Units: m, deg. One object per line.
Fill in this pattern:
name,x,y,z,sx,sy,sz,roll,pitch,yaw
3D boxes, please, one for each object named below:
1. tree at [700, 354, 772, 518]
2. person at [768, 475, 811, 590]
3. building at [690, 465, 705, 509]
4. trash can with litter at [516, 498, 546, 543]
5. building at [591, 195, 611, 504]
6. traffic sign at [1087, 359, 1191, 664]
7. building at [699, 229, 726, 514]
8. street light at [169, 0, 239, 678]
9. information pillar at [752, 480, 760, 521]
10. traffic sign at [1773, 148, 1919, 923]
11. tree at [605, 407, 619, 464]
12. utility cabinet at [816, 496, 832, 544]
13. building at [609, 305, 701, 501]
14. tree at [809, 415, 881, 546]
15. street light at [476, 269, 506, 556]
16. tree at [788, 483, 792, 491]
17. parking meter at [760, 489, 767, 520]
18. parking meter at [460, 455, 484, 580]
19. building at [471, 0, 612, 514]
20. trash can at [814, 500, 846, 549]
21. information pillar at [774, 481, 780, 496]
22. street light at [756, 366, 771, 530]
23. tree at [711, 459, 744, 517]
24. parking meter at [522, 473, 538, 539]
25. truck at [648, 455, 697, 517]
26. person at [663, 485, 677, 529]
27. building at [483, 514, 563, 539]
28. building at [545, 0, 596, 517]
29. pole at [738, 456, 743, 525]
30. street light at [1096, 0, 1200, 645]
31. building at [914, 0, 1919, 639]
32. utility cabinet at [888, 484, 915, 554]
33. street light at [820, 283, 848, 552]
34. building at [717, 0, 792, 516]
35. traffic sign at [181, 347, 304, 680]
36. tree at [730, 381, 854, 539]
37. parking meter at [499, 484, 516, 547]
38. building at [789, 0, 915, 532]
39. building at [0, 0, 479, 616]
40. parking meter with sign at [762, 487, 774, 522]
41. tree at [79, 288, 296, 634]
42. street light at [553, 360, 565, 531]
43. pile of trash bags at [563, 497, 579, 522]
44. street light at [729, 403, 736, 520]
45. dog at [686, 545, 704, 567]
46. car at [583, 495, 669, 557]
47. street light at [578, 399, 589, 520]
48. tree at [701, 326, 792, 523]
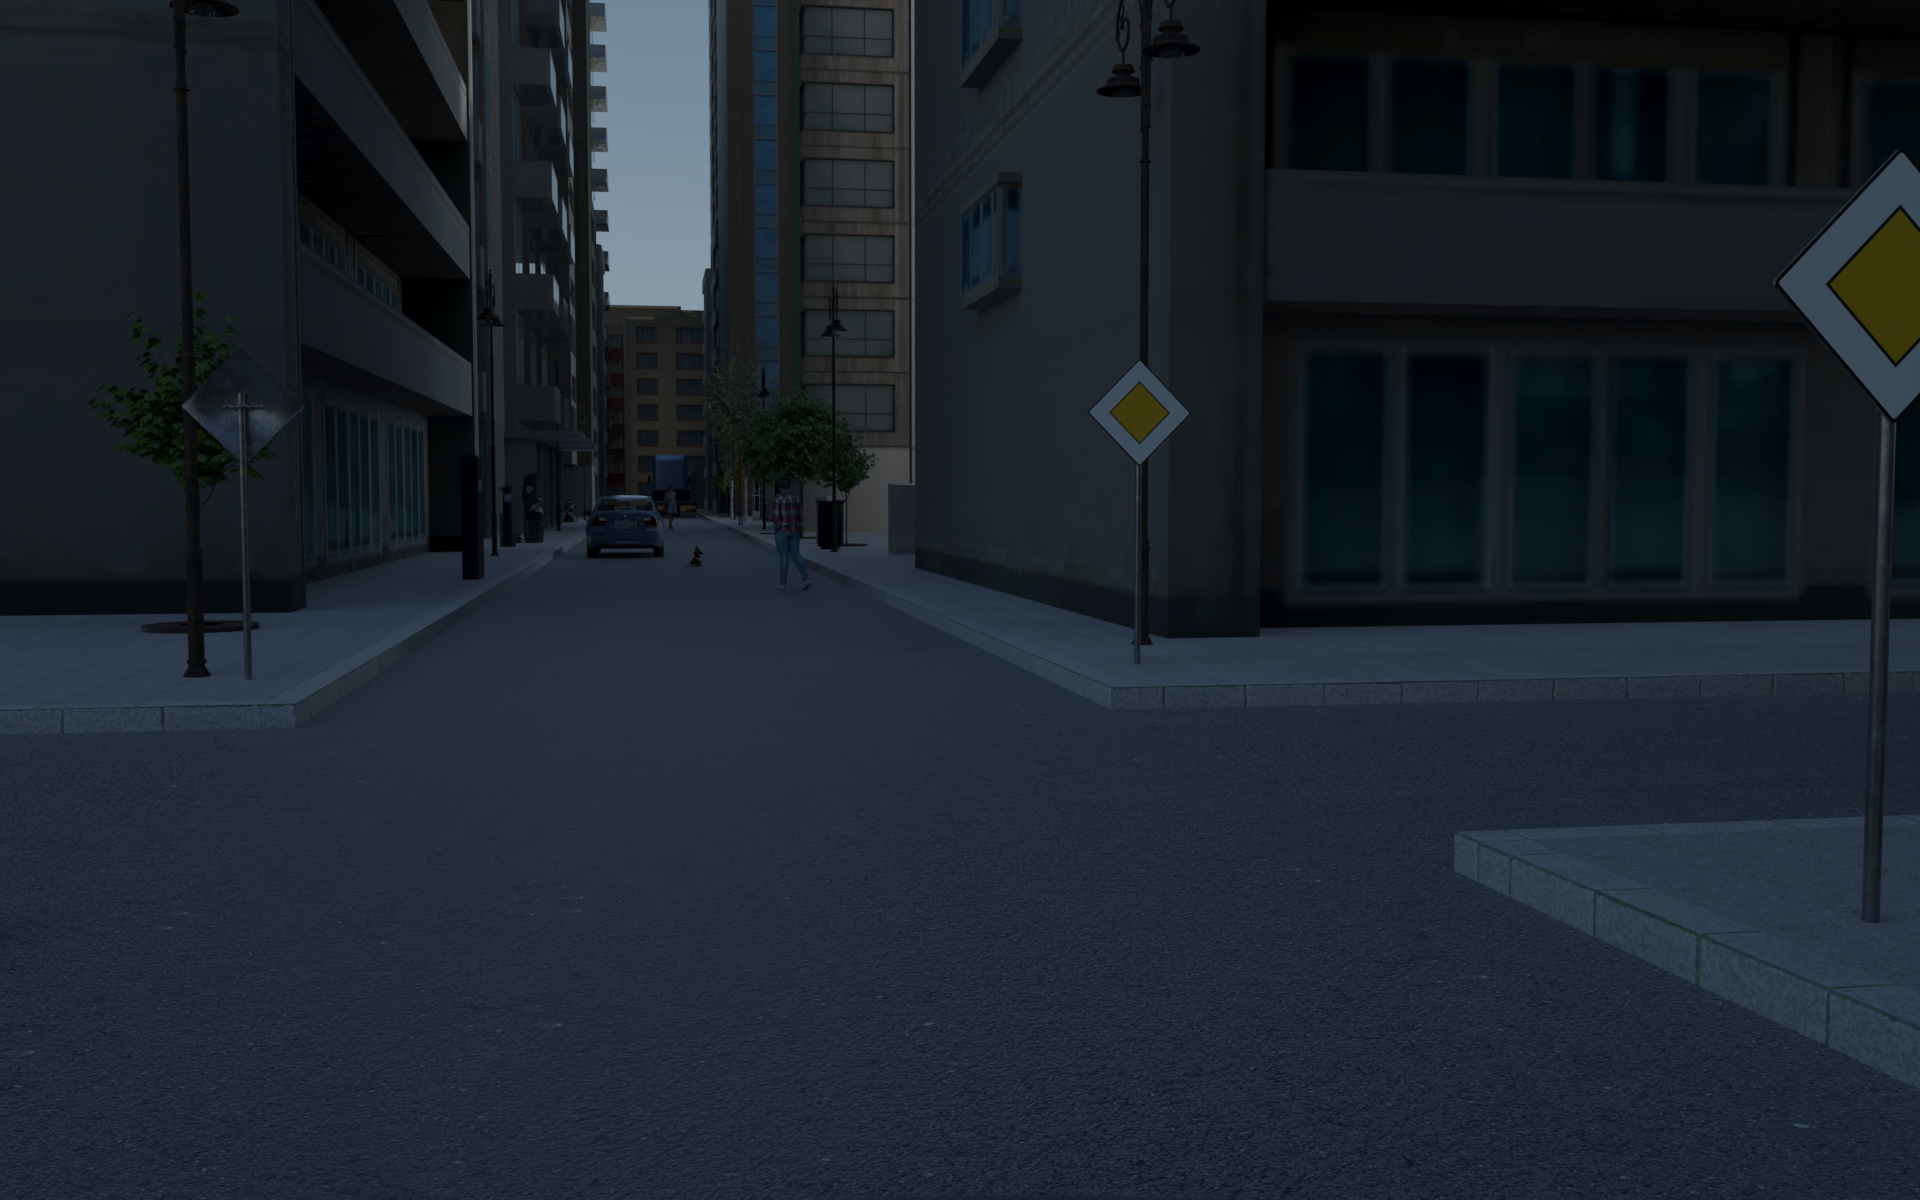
tree,-11.971,-8.666,92.058,4.737,8.622,4.395,0,3,0
person,-2.576,-1.017,25.964,0.563,1.720,0.643,-3,5,-42
building,-13.356,-43.635,151.683,20.563,71.187,20.611,-1,4,-10
trash can with litter,-11.403,-2.079,45.382,1.055,1.170,0.624,0,4,0
building,-37.383,-16.334,112.106,27.650,21.520,28.899,-1,4,-10
traffic sign,1.334,-0.572,12.998,0.795,2.450,0.064,-1,4,-10
building,-4.851,-17.405,129.611,27.650,21.520,28.899,-1,4,-10
street light,-5.368,-2.399,12.007,0.468,5.910,1.993,-1,4,-10
information pillar,-9.888,-4.861,83.971,0.304,2.012,0.304,-1,4,-22
traffic sign,2.731,-0.091,5.135,0.795,2.450,0.064,-1,4,-10
tree,-28.262,-11.209,133.630,4.360,8.622,3.978,0,3,0
utility cabinet,-3.541,-2.092,45.363,0.306,1.237,1.020,0,4,6
building,-40.427,-20.544,180.927,28.899,21.520,27.650,-1,4,-10
tree,-2.944,-2.948,42.798,1.663,3.219,1.824,0,3,0
street light,-9.640,-3.849,35.716,0.468,5.910,1.993,-1,4,-10
tree,-8.346,-5.376,82.505,1.663,3.219,1.824,0,3,0
parking meter,-9.826,-4.777,86.511,0.372,1.533,0.369,0,3,0
parking meter,-7.350,-1.248,26.108,0.255,1.863,0.399,0,4,-2
building,-45.215,-32.195,145.994,30.456,49.044,23.786,-1,4,-10
trash can,-3.017,-1.753,40.315,0.748,1.137,0.748,0,3,0
information pillar,-6.636,-3.607,63.460,0.304,2.012,0.304,1,4,14
street light,-7.076,-5.485,62.473,0.468,5.910,1.993,-1,4,-10
tree,-13.074,-6.218,96.267,1.663,3.219,1.824,0,3,0
parking meter,-11.685,-2.532,47.104,0.399,1.863,0.255,0,4,-5
truck,-18.891,-7.581,113.701,2.967,4.110,18.799,-1,4,-11
person,-11.791,-3.777,70.344,0.616,1.811,0.778,-2,4,-24
building,-25.074,-26.887,59.203,23.786,49.044,30.456,-1,4,-10
building,-26.932,-19.583,91.885,14.160,30.474,14.107,-1,4,-10
pole,-9.053,-4.745,71.429,0.158,3.312,0.155,0,3,0
street light,1.555,-2.557,14.603,0.468,5.910,1.993,-1,4,-10
building,10.319,-24.617,26.190,21.600,48.544,21.300,-1,4,-10
utility cabinet,-0.931,-1.723,36.852,1.173,1.500,0.318,-2,4,-27
street light,-2.776,-3.995,38.100,0.468,5.910,1.993,-1,4,-10
building,-7.658,-27.916,106.543,14.600,45.320,14.200,-1,4,-10
traffic sign,-4.916,-0.506,11.912,0.795,2.450,0.064,-1,4,-10
tree,-4.695,-4.063,50.151,4.285,4.588,4.351,0,3,0
parking meter,-10.981,-2.057,42.041,0.372,1.533,0.369,0,3,0
building,0.417,-23.368,65.662,14.154,41.232,14.086,-1,4,-10
building,-19.551,-24.587,25.702,21.300,48.544,21.600,-1,4,-10
parking meter with sign,-8.324,-5.135,80.226,1.738,3.016,0.543,0,4,-4
tree,-7.058,-1.328,16.319,1.663,3.219,1.824,0,3,0
street light,-13.869,-5.316,59.698,0.468,5.910,1.993,-1,4,-10
pile of trash bags,-18.551,-4.248,79.213,1.912,1.369,3.447,-1,4,-19
street light,-11.300,-6.965,86.671,0.468,5.910,1.993,-1,4,-10
dog,-5.312,-0.870,34.413,0.550,0.427,0.748,3,4,36
car,-7.833,-1.750,40.618,2.014,1.417,4.499,-1,4,-10
street light,-18.246,-6.805,84.047,0.468,5.910,1.993,-1,4,-10
tree,-9.297,-7.735,76.832,4.360,8.622,3.978,0,3,0
